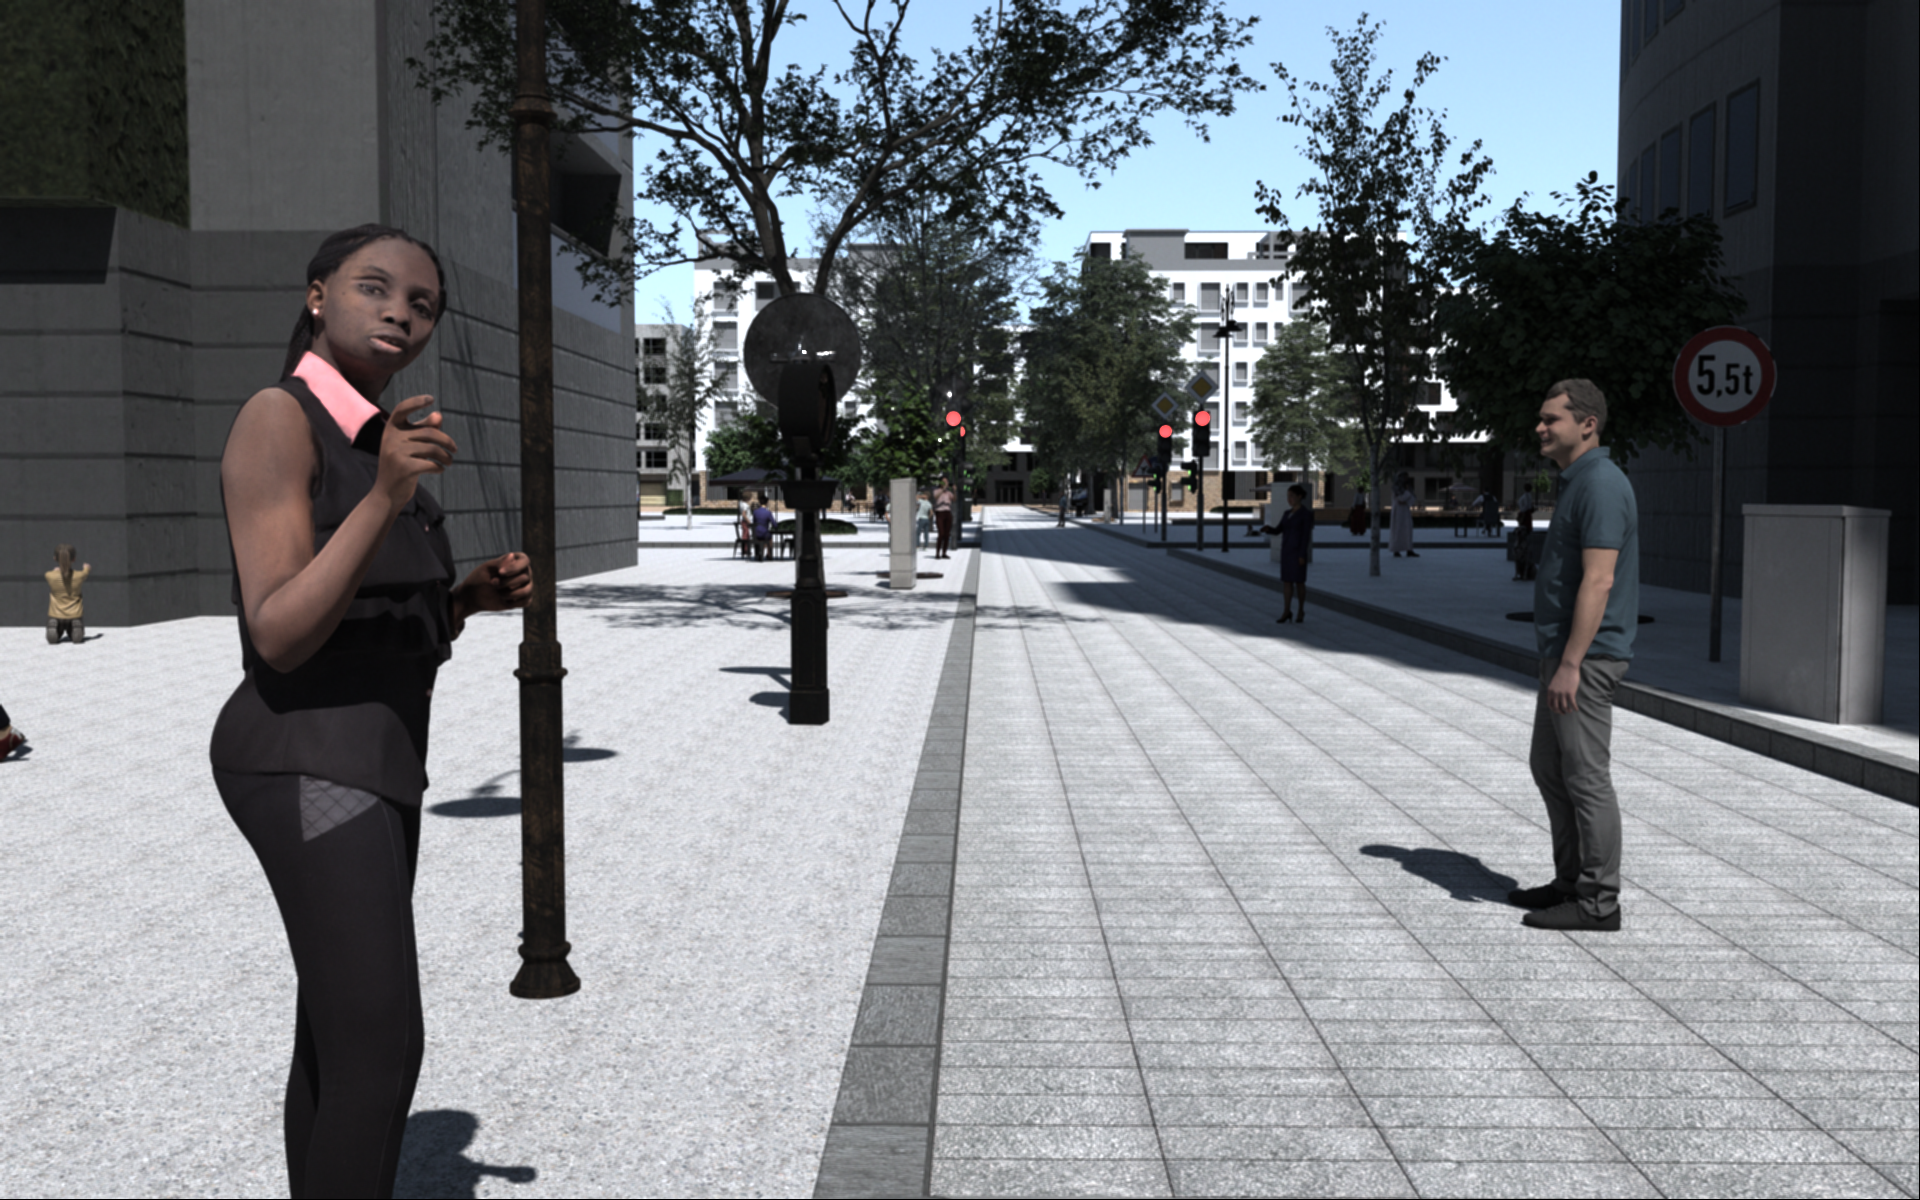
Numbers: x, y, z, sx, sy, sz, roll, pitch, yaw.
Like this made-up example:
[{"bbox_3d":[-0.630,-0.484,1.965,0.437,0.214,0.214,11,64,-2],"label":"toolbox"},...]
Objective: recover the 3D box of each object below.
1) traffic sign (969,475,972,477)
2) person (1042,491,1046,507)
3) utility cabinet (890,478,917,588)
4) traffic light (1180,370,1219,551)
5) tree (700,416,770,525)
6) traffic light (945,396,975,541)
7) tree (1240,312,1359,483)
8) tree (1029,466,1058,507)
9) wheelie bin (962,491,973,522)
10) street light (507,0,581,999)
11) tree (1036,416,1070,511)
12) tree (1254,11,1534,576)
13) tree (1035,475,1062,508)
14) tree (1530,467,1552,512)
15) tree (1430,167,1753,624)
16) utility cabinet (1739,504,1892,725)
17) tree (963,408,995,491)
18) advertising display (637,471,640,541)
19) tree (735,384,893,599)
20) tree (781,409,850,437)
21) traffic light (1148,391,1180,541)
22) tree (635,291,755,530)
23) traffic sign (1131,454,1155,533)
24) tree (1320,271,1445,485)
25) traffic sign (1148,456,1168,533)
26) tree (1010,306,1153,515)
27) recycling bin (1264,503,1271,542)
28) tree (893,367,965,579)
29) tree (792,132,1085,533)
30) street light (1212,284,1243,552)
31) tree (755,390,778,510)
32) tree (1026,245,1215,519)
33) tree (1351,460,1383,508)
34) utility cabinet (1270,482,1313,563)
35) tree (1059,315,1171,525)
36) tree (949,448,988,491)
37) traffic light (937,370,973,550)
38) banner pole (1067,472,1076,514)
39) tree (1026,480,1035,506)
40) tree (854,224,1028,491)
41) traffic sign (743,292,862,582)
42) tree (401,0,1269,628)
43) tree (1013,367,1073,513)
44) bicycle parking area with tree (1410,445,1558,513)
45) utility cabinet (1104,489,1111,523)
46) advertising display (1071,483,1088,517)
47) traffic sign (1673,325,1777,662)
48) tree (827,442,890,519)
[{"bbox_3d":[0.298,-5.924,96.964,0.768,2.556,0.104,1,4,10],"label":"traffic sign"},{"bbox_3d":[8.634,-10.442,177.689,0.541,1.710,0.530,-2,4,-26],"label":"person"},{"bbox_3d":[-0.787,-0.924,23.787,0.318,1.500,1.173,0,4,2],"label":"utility cabinet"},{"bbox_3d":[5.440,-3.080,39.271,0.839,4.253,0.868,0,4,1],"label":"traffic light"},{"bbox_3d":[-9.404,-5.468,73.111,4.285,4.588,4.351,0,3,0],"label":"tree"},{"bbox_3d":[-0.004,-3.572,47.320,0.839,4.253,0.868,0,4,1],"label":"traffic light"},{"bbox_3d":[21.325,-11.656,108.695,7.486,12.596,7.792,0,3,0],"label":"tree"},{"bbox_3d":[8.564,-11.601,173.382,4.285,4.588,4.351,0,3,0],"label":"tree"},{"bbox_3d":[0.132,-4.466,80.931,0.693,1.594,0.980,3,5,43],"label":"wheelie bin"},{"bbox_3d":[-1.074,-1.928,4.306,0.468,5.910,1.993,0,4,1],"label":"street light"},{"bbox_3d":[7.737,-10.883,128.306,4.360,8.622,3.978,0,3,0],"label":"tree"},{"bbox_3d":[6.530,-4.677,26.826,4.737,8.622,4.395,0,3,0],"label":"tree"},{"bbox_3d":[8.477,-10.230,161.861,1.663,3.219,1.824,0,3,0],"label":"tree"},{"bbox_3d":[40.473,-7.678,120.137,1.663,3.219,1.824,0,3,0],"label":"tree"},{"bbox_3d":[6.284,-2.069,17.536,4.285,4.588,4.351,0,3,0],"label":"tree"},{"bbox_3d":[4.971,0.064,10.108,0.306,1.237,1.020,0,4,-5],"label":"utility cabinet"},{"bbox_3d":[0.726,-11.486,138.158,4.360,8.622,3.978,0,3,0],"label":"tree"},{"bbox_3d":[-9.020,-2.570,47.239,0.123,1.923,0.974,1,4,19],"label":"advertising display"},{"bbox_3d":[-2.051,-1.653,21.627,1.663,3.219,1.824,0,3,0],"label":"tree"},{"bbox_3d":[-8.682,-9.357,103.342,4.737,8.622,4.395,0,3,0],"label":"tree"},{"bbox_3d":[5.557,-3.568,47.255,0.839,4.253,0.868,0,4,1],"label":"traffic light"},{"bbox_3d":[-9.991,-6.838,62.170,4.360,8.622,3.978,0,3,0],"label":"tree"},{"bbox_3d":[6.005,-3.452,56.436,0.884,2.594,0.081,0,4,5],"label":"traffic sign"},{"bbox_3d":[13.952,-6.482,56.341,4.360,8.622,3.978,0,3,0],"label":"tree"},{"bbox_3d":[6.526,-3.515,57.580,0.768,2.556,0.104,0,4,2],"label":"traffic sign"},{"bbox_3d":[7.825,-11.468,104.511,9.611,12.733,9.660,0,3,0],"label":"tree"},{"bbox_3d":[8.653,-2.084,46.630,0.722,1.027,0.722,-1,4,-12],"label":"recycling bin"},{"bbox_3d":[-0.658,-1.950,26.481,1.663,3.219,1.824,0,3,0],"label":"tree"},{"bbox_3d":[-1.074,-9.009,57.660,12.009,13.543,11.850,0,3,0],"label":"tree"},{"bbox_3d":[5.882,-4.003,38.240,0.468,5.910,1.993,0,4,1],"label":"street light"},{"bbox_3d":[-9.358,-8.020,81.486,4.360,8.622,3.978,0,3,0],"label":"tree"},{"bbox_3d":[7.975,-11.136,88.725,9.857,13.997,8.962,0,3,0],"label":"tree"},{"bbox_3d":[23.453,-6.402,99.275,1.663,3.219,1.824,0,3,0],"label":"tree"},{"bbox_3d":[6.185,-1.443,32.269,0.318,1.500,1.173,-1,4,-15],"label":"utility cabinet"},{"bbox_3d":[6.383,-7.363,70.743,4.737,8.622,4.395,0,3,0],"label":"tree"},{"bbox_3d":[0.352,-8.042,115.207,4.285,4.588,4.351,0,3,0],"label":"tree"},{"bbox_3d":[-0.121,-3.083,39.336,0.839,4.253,0.868,0,4,1],"label":"traffic light"},{"bbox_3d":[7.110,-7.418,111.299,0.863,3.779,0.401,-1,4,-19],"label":"banner pole"},{"bbox_3d":[8.131,-12.151,193.263,1.663,3.219,1.824,0,3,0],"label":"tree"},{"bbox_3d":[-1.033,-9.477,73.075,7.486,12.596,7.792,0,3,0],"label":"tree"},{"bbox_3d":[-1.004,-0.664,10.960,0.768,2.556,0.104,1,4,9],"label":"traffic sign"},{"bbox_3d":[-1.346,-5.017,16.439,8.767,10.594,7.601,0,4,3],"label":"tree"},{"bbox_3d":[7.228,-11.759,118.011,9.928,11.665,9.643,0,3,0],"label":"tree"},{"bbox_3d":[30.594,-6.871,99.346,9.016,4.147,8.231,-3,5,-40],"label":"bicycle parking area with tree"},{"bbox_3d":[6.517,-4.144,76.434,0.318,1.500,1.173,0,4,6],"label":"utility cabinet"},{"bbox_3d":[6.752,-5.684,98.145,0.974,1.923,0.123,-1,4,-9],"label":"advertising display"},{"bbox_3d":[5.781,-0.800,13.186,0.768,2.556,0.104,0,4,3],"label":"traffic sign"},{"bbox_3d":[-4.104,-6.465,89.415,4.285,4.588,4.351,0,3,0],"label":"tree"}]
